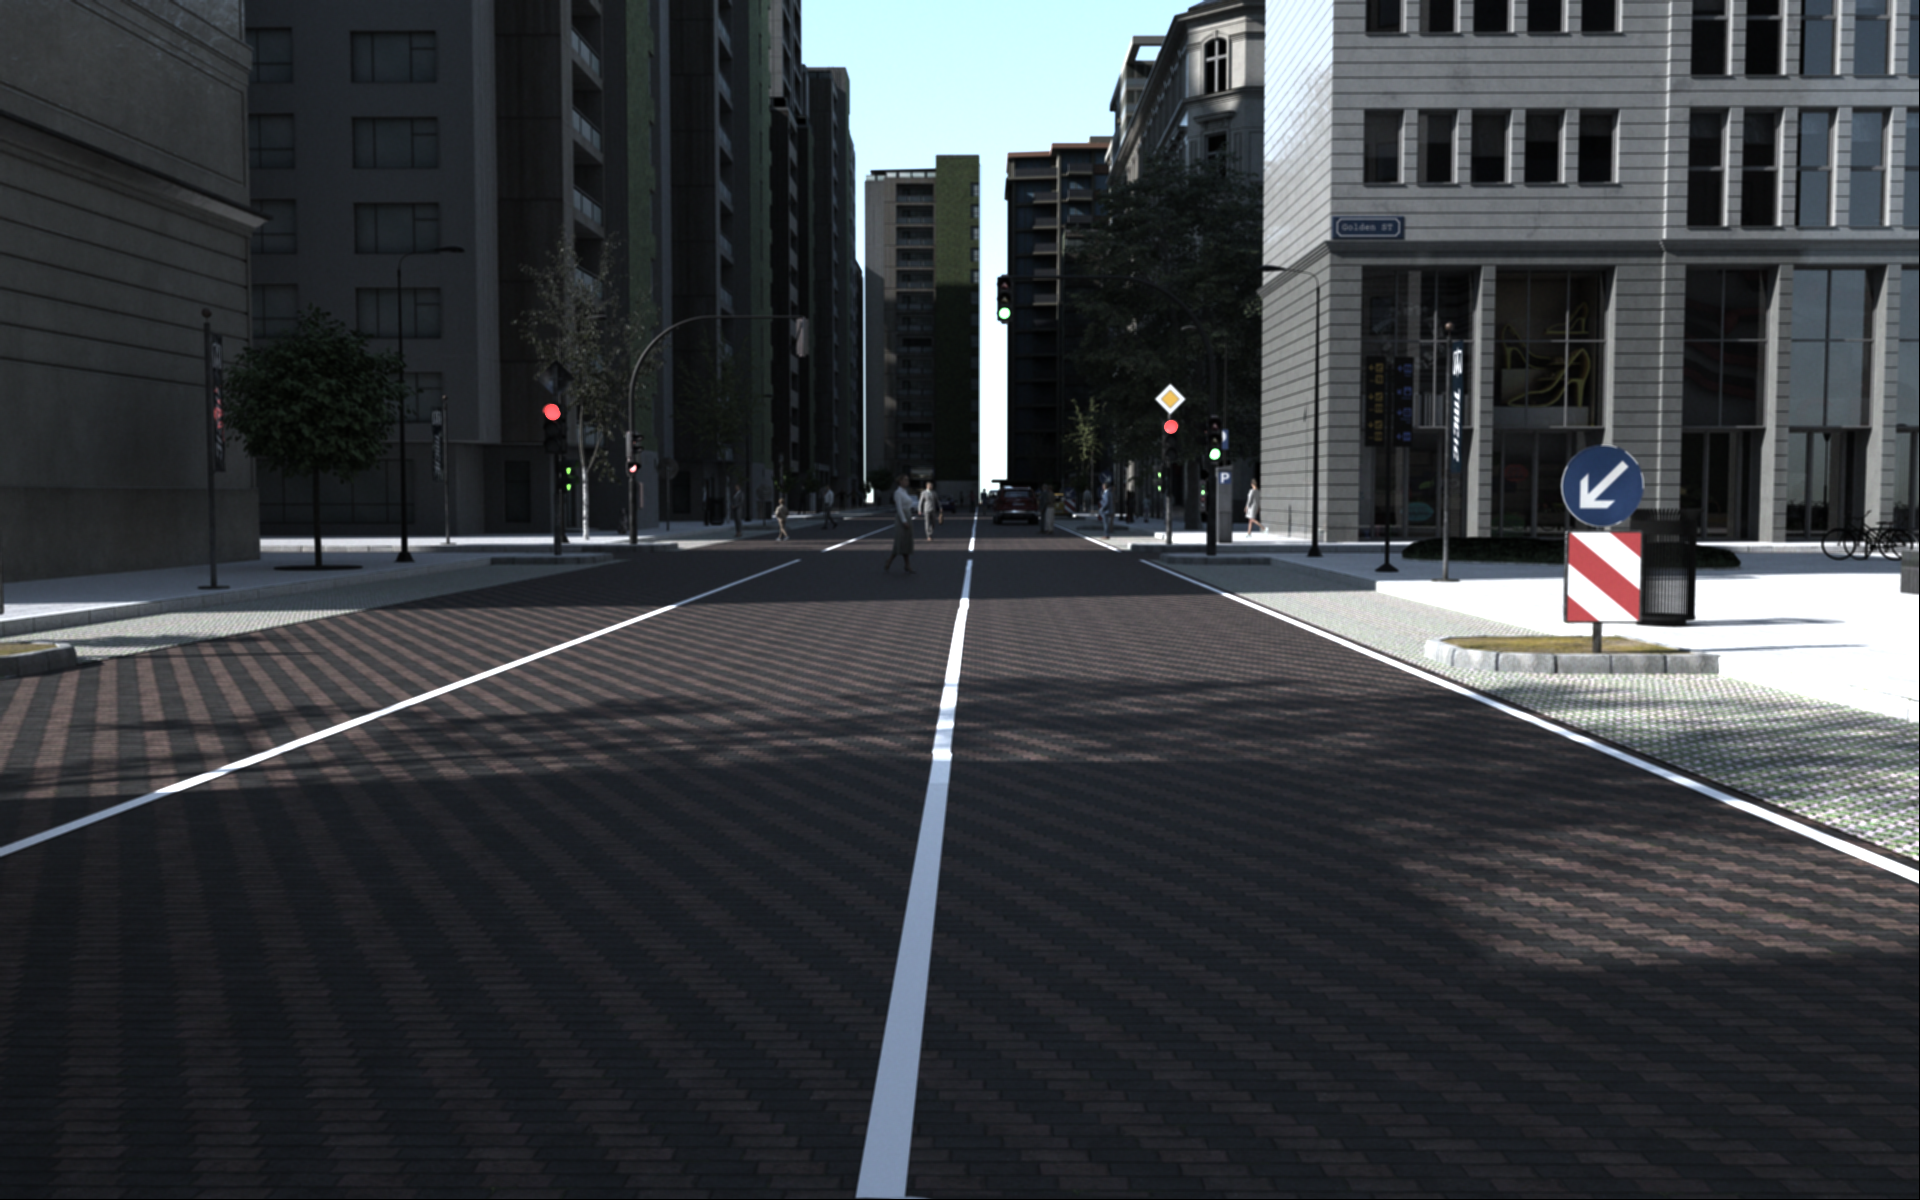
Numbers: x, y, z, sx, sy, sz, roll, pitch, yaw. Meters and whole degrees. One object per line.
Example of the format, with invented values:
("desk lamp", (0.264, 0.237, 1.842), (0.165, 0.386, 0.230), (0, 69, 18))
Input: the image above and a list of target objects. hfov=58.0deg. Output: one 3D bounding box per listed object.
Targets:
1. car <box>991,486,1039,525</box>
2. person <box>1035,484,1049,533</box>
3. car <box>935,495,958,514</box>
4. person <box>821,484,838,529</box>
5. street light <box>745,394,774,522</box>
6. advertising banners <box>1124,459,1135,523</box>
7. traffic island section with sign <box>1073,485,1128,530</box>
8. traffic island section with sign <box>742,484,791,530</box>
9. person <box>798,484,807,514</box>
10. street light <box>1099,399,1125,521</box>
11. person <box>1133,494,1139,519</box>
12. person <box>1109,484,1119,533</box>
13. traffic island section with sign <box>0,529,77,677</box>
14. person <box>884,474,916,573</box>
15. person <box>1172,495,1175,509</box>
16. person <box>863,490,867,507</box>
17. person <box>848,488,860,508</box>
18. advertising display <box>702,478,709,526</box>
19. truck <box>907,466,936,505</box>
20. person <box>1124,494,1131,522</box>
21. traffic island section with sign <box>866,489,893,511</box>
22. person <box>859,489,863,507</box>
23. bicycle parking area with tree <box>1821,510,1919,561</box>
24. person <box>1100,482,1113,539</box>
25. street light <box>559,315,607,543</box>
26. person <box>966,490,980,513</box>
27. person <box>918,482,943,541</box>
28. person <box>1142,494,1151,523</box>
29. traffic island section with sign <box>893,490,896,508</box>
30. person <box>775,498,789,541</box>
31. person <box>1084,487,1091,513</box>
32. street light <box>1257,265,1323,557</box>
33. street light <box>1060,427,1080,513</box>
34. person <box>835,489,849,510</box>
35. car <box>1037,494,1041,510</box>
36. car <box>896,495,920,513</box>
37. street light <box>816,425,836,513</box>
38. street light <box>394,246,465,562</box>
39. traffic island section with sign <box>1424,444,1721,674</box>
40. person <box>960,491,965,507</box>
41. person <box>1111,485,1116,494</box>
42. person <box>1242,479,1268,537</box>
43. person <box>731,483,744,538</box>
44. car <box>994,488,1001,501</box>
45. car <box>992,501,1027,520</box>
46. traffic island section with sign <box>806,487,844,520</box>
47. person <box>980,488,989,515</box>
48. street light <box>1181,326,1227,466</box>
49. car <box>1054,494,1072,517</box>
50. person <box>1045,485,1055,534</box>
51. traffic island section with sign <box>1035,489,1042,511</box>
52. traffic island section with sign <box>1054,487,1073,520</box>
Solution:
("car", (2.657, -4.542, 82.942), (2.281, 1.827, 5.304), (0, 4, -1))
("person", (3.033, -3.358, 63.576), (0.590, 1.801, 0.661), (1, 4, 11))
("car", (-1.154, -6.989, 126.856), (1.945, 1.354, 3.894), (0, 4, 1))
("person", (-5.396, -3.826, 71.150), (0.850, 1.850, 0.679), (-2, 4, -34))
("street light", (-9.387, -6.627, 80.895), (1.470, 5.913, 1.316), (0, 4, 1))
("advertising banners", (7.388, -4.875, 75.896), (0.090, 3.025, 2.074), (1, 4, 18))
("traffic island section with sign", (5.628, -3.682, 68.822), (1.989, 1.847, 2.006), (0, 4, 1))
("traffic island section with sign", (-7.786, -3.693, 69.005), (1.989, 1.847, 2.006), (0, 4, 1))
("person", (-9.953, -6.359, 109.366), (0.648, 1.900, 0.474), (2, 4, 29))
("street light", (7.270, -6.797, 83.665), (1.470, 5.913, 1.316), (0, 4, 1))
("person", (8.954, -4.846, 89.543), (0.640, 1.303, 0.475), (1, 4, 18))
("person", (5.583, -3.318, 63.089), (0.374, 1.781, 0.599), (2, 4, 29))
("traffic island section with sign", (-8.388, -0.328, 13.996), (1.989, 1.847, 2.006), (0, 4, 1))
("person", (-1.097, -1.392, 31.493), (0.641, 1.798, 0.478), (2, 4, 30))
("person", (9.087, -4.086, 75.450), (0.523, 1.515, 0.503), (0, 4, -4))
("person", (-9.250, -9.991, 170.218), (0.721, 1.723, 1.217), (0, 4, 5))
("person", (-9.839, -9.440, 160.475), (1.348, 1.812, 0.705), (1, 4, 17))
("advertising display", (-10.288, -3.970, 70.128), (0.123, 1.923, 0.974), (-1, 4, -17))
("truck", (-3.810, -11.343, 174.373), (2.839, 4.237, 11.283), (0, 4, 0))
("person", (7.834, -4.255, 79.880), (0.640, 1.303, 0.475), (3, 4, 38))
("traffic island section with sign", (-6.923, -8.437, 146.573), (1.989, 1.847, 2.006), (0, 4, 1))
("person", (-10.021, -10.326, 174.860), (0.705, 1.826, 1.348), (0, 4, 8))
("bicycle parking area with tree", (21.066, -2.678, 30.790), (9.016, 4.147, 8.231), (0, 4, 6))
("person", (4.600, -2.798, 54.434), (0.419, 1.800, 0.721), (1, 4, 8))
("street light", (-9.854, -4.440, 45.142), (1.470, 5.913, 1.316), (0, 4, 1))
("person", (0.980, -7.536, 132.429), (1.217, 1.743, 0.721), (-2, 4, -28))
("person", (-0.906, -2.728, 53.227), (0.709, 1.813, 0.853), (-2, 4, -28))
("person", (8.423, -4.145, 78.095), (0.425, 1.301, 0.394), (1, 4, 11))
("traffic island section with sign", (-6.634, -10.091, 173.609), (1.989, 1.847, 2.006), (0, 4, 1))
("person", (-5.477, -2.477, 53.275), (0.640, 1.303, 0.475), (3, 5, 39))
("person", (8.762, -6.924, 119.474), (0.478, 1.798, 0.641), (2, 4, 29))
("street light", (6.731, -3.840, 35.326), (1.470, 5.913, 1.316), (0, 4, 1))
("street light", (7.573, -8.972, 119.237), (1.470, 5.913, 1.316), (0, 4, 1))
("person", (-9.323, -7.930, 136.516), (1.217, 1.723, 0.721), (1, 4, 9))
("car", (6.224, -7.945, 140.122), (2.015, 1.641, 3.980), (0, 4, 0))
("car", (-3.971, -7.452, 134.196), (2.083, 1.381, 4.827), (0, 4, 0))
("street light", (-9.035, -8.802, 116.451), (1.470, 5.913, 1.316), (0, 4, 1))
("street light", (-9.955, -3.670, 32.547), (1.470, 5.913, 1.316), (0, 4, 1))
("traffic island section with sign", (5.044, -0.368, 14.642), (1.989, 1.847, 2.006), (0, 4, 1))
("person", (0.251, -11.112, 190.962), (0.721, 1.735, 1.217), (-2, 4, -25))
("person", (8.503, -5.638, 98.245), (0.660, 1.820, 0.620), (1, 4, 12))
("person", (8.724, -2.713, 51.153), (0.760, 1.731, 0.466), (1, 4, 11))
("person", (-7.377, -2.950, 57.012), (0.520, 1.790, 0.573), (2, 4, 24))
("car", (3.321, -6.637, 117.184), (2.281, 1.827, 5.304), (0, 4, 2))
("car", (2.848, -5.243, 97.730), (2.014, 1.417, 4.499), (0, 4, -1))
("traffic island section with sign", (-7.485, -5.350, 96.095), (1.989, 1.847, 2.006), (0, 4, 1))
("person", (1.659, -6.795, 119.626), (0.581, 1.822, 0.654), (1, 4, 17))
("street light", (6.827, -4.622, 48.110), (1.470, 5.913, 1.316), (0, 4, 1))
("car", (5.782, -5.665, 102.846), (2.015, 1.641, 3.980), (0, 4, 2))
("person", (3.204, -3.242, 62.053), (0.362, 1.759, 0.519), (2, 4, 26))
("traffic island section with sign", (6.483, -8.403, 146.021), (1.989, 1.847, 2.006), (0, 4, 1))
("traffic island section with sign", (5.938, -5.350, 96.102), (1.989, 1.847, 2.006), (0, 4, 1))
